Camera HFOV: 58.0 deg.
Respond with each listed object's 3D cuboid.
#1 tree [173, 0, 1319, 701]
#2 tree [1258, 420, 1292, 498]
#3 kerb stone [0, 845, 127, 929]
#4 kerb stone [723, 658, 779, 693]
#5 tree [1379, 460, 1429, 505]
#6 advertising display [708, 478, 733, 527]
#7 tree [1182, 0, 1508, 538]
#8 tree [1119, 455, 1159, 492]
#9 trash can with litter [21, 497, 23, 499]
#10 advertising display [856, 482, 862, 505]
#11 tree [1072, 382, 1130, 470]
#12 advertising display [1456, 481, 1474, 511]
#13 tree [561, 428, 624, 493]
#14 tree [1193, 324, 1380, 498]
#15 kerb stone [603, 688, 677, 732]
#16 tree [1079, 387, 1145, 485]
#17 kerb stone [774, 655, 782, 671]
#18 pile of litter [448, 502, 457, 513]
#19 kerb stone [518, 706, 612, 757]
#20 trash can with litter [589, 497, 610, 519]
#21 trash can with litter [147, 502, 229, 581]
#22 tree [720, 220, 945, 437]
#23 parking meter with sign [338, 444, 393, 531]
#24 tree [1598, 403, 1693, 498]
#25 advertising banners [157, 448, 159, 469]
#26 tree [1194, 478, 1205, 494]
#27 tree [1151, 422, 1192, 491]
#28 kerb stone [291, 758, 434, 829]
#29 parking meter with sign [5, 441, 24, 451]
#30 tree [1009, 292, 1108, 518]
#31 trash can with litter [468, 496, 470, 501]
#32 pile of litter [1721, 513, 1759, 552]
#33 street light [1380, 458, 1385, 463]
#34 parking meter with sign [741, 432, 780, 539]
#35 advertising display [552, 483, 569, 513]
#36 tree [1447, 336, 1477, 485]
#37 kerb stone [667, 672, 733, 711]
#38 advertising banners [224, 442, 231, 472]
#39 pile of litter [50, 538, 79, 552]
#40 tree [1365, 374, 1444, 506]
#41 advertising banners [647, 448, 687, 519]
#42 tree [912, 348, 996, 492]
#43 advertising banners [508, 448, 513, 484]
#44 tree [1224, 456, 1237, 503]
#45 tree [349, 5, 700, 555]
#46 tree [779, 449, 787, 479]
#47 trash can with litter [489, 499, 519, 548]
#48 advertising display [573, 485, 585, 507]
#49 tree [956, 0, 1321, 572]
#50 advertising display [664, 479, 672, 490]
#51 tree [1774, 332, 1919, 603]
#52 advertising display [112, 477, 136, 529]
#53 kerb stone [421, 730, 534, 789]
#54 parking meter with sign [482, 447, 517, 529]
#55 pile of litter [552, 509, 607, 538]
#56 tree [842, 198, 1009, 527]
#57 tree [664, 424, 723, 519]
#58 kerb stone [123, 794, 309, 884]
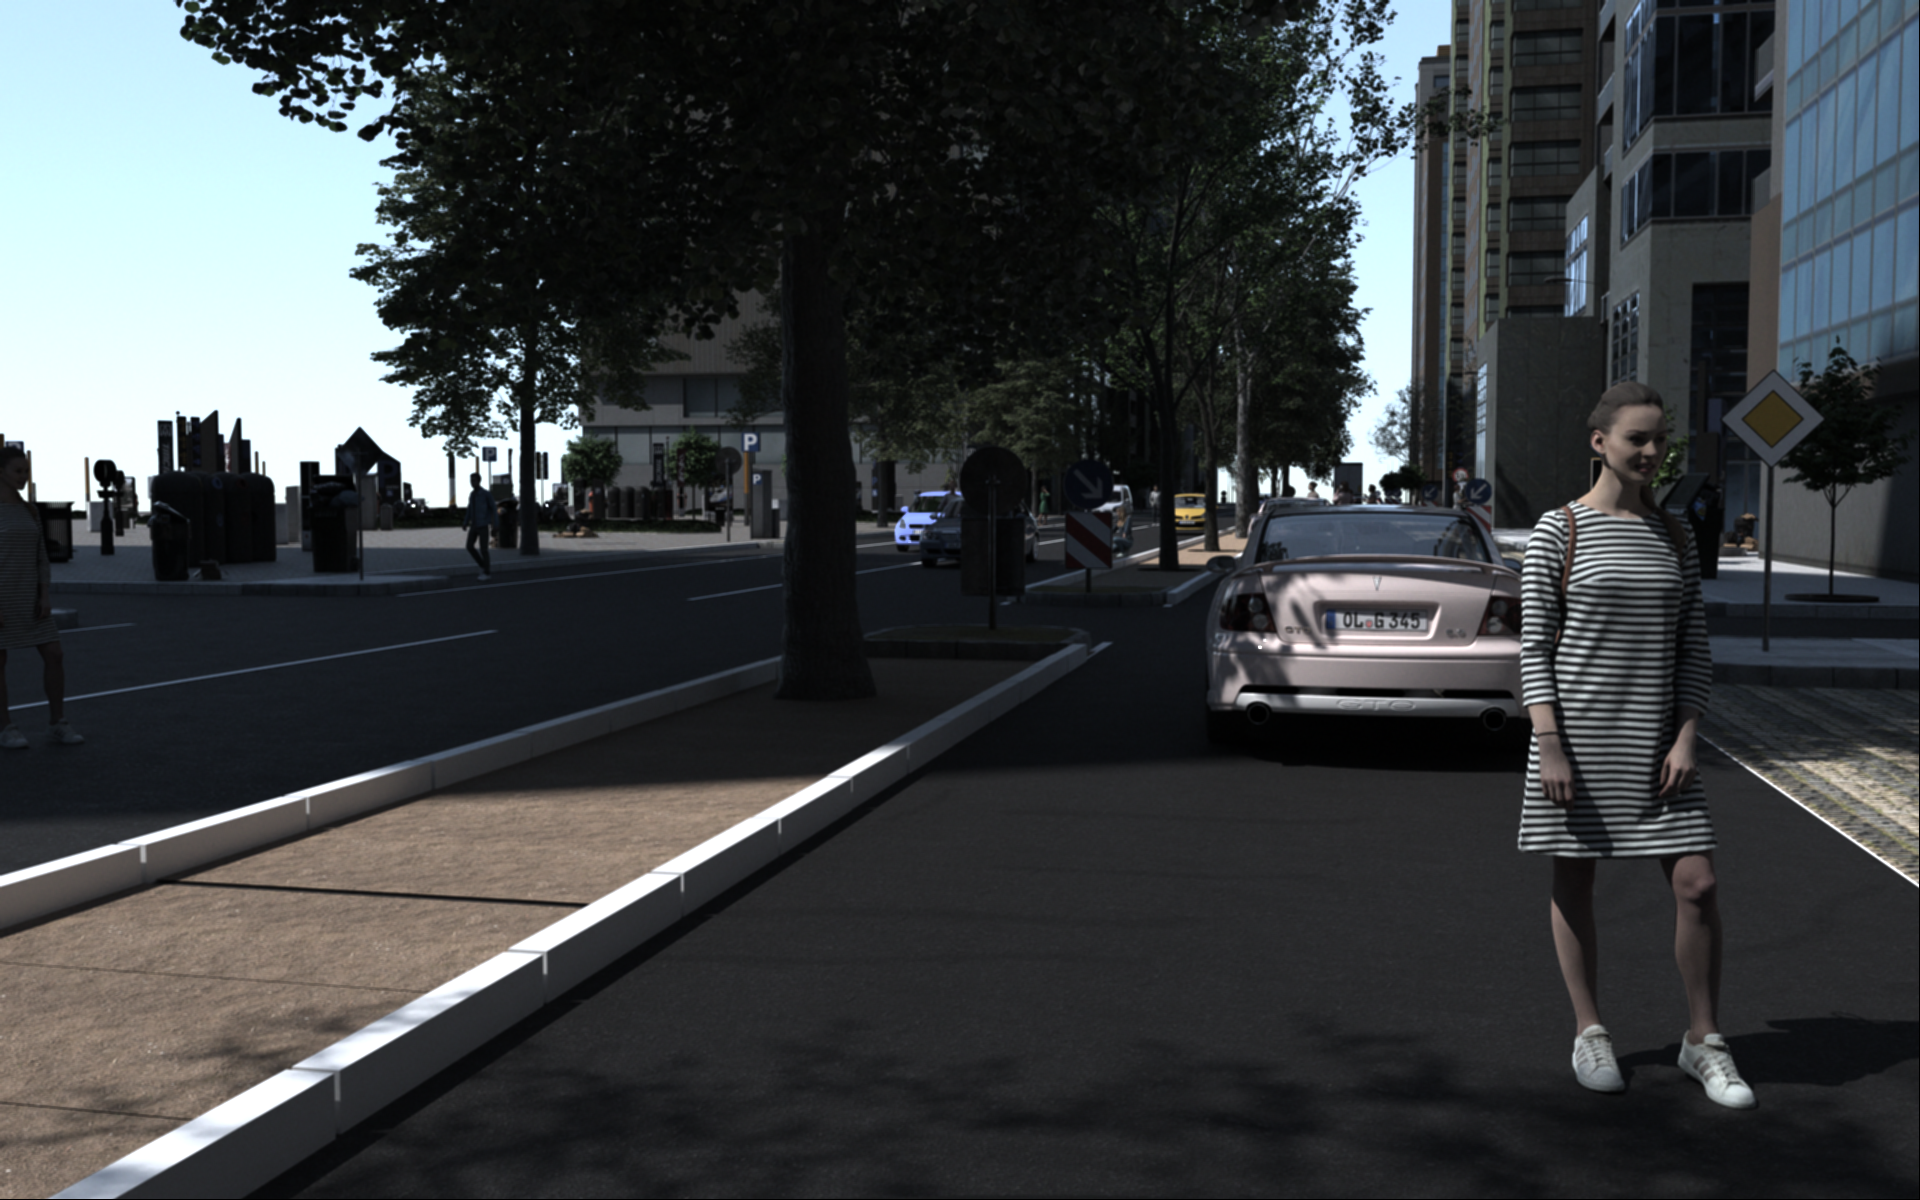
[{"bbox_3d":[-0.958,-6.274,11.688,9.857,13.997,8.962,0,3,0],"label":"tree"},{"bbox_3d":[15.493,-8.047,84.392,4.737,8.622,4.395,0,3,0],"label":"tree"},{"bbox_3d":[-3.156,1.000,5.842,0.120,0.150,1.000,1,4,13],"label":"kerb stone"},{"bbox_3d":[-1.581,0.572,12.838,0.120,0.150,1.000,1,4,13],"label":"kerb stone"},{"bbox_3d":[42.401,-10.963,162.958,4.285,4.588,4.351,0,3,0],"label":"tree"},{"bbox_3d":[-9.474,-3.866,68.421,0.974,1.923,0.123,0,4,-1],"label":"advertising display"},{"bbox_3d":[10.085,-11.974,54.120,12.611,20.169,13.585,0,3,0],"label":"tree"},{"bbox_3d":[15.064,-9.896,145.519,4.285,4.588,4.351,0,3,0],"label":"tree"},{"bbox_3d":[-60.420,-6.103,111.172,0.624,1.170,1.055,-1,4,-16],"label":"trash can with litter"},{"bbox_3d":[-5.281,-5.100,88.600,0.123,1.923,0.974,1,4,20],"label":"advertising display"},{"bbox_3d":[9.127,-10.078,115.136,4.360,8.622,3.978,0,3,0],"label":"tree"},{"bbox_3d":[24.066,-4.717,82.340,0.974,1.923,0.123,0,4,3],"label":"advertising display"},{"bbox_3d":[-18.333,-6.265,86.141,4.285,4.588,4.351,0,3,0],"label":"tree"},{"bbox_3d":[17.431,-10.575,92.373,9.611,12.733,9.660,0,3,0],"label":"tree"},{"bbox_3d":[-2.031,0.695,10.838,0.120,0.150,1.000,1,4,13],"label":"kerb stone"},{"bbox_3d":[10.396,-10.367,119.860,4.737,8.622,4.395,0,3,0],"label":"tree"},{"bbox_3d":[-1.352,0.514,13.834,0.120,0.150,1.000,1,4,13],"label":"kerb stone"},{"bbox_3d":[-26.002,-4.527,87.976,1.176,0.858,1.719,-1,4,-12],"label":"pile of litter"},{"bbox_3d":[-2.258,0.756,9.841,0.120,0.150,1.000,1,4,13],"label":"kerb stone"},{"bbox_3d":[-17.412,-4.396,83.266,1.055,1.170,0.624,-3,5,-45],"label":"trash can with litter"},{"bbox_3d":[-11.544,-0.887,25.892,1.055,1.170,0.624,-2,4,-31],"label":"trash can with litter"},{"bbox_3d":[-4.384,-7.470,56.554,7.601,10.594,8.767,1,4,21],"label":"tree"},{"bbox_3d":[-20.828,-3.944,60.740,1.738,3.016,0.543,0,4,-3],"label":"parking meter with sign"},{"bbox_3d":[12.655,-2.291,32.059,1.663,3.219,1.824,0,3,0],"label":"tree"},{"bbox_3d":[-30.818,-4.349,67.296,0.090,3.025,2.074,0,4,-6],"label":"advertising banners"},{"bbox_3d":[28.670,-12.850,204.691,1.663,3.219,1.824,0,3,0],"label":"tree"},{"bbox_3d":[20.246,-13.106,164.650,4.360,8.622,3.978,0,3,0],"label":"tree"},{"bbox_3d":[-2.707,0.878,7.843,0.120,0.150,1.000,1,4,13],"label":"kerb stone"},{"bbox_3d":[-30.942,-3.662,56.129,0.543,3.016,1.738,0,4,-7],"label":"parking meter with sign"},{"bbox_3d":[4.101,-10.709,93.222,7.486,12.596,7.792,0,3,0],"label":"tree"},{"bbox_3d":[-24.068,-4.497,84.582,1.678,1.210,2.233,0,4,1],"label":"trash can with litter"},{"bbox_3d":[17.557,-1.526,38.913,1.176,0.858,1.719,-2,4,-29],"label":"pile of litter"},{"bbox_3d":[54.785,-15.235,221.628,1.470,5.913,1.316,1,4,13],"label":"street light"},{"bbox_3d":[-5.694,-3.278,49.862,0.543,3.016,1.738,1,4,16],"label":"parking meter with sign"},{"bbox_3d":[-23.937,-6.033,103.852,0.974,1.923,0.123,0,4,5],"label":"advertising display"},{"bbox_3d":[23.476,-7.724,76.655,4.360,8.622,3.978,0,3,0],"label":"tree"},{"bbox_3d":[-1.801,0.633,11.839,0.120,0.150,1.000,1,4,13],"label":"kerb stone"},{"bbox_3d":[-25.481,-3.872,59.490,2.074,3.025,0.090,3,5,43],"label":"advertising banners"},{"bbox_3d":[-20.441,-1.488,38.294,1.719,0.858,1.176,-1,4,-22],"label":"pile of litter"},{"bbox_3d":[46.313,-16.302,176.913,12.009,13.543,11.850,0,3,0],"label":"tree"},{"bbox_3d":[-11.077,-4.244,65.583,0.090,3.025,2.074,3,4,37],"label":"advertising banners"},{"bbox_3d":[-0.405,-8.329,86.536,4.737,8.622,4.395,0,3,0],"label":"tree"},{"bbox_3d":[-17.220,-4.240,65.505,0.090,3.025,2.074,0,4,4],"label":"advertising banners"},{"bbox_3d":[39.948,-18.468,252.320,4.360,8.622,3.978,0,3,0],"label":"tree"},{"bbox_3d":[-8.740,-7.214,36.080,7.486,12.596,7.792,0,3,0],"label":"tree"},{"bbox_3d":[-7.640,-6.416,88.620,4.285,4.588,4.351,0,3,0],"label":"tree"},{"bbox_3d":[-10.877,-1.815,41.062,0.624,1.170,1.055,-3,5,-39],"label":"trash can with litter"},{"bbox_3d":[-20.558,-5.398,93.470,0.123,1.923,0.974,1,4,22],"label":"advertising display"},{"bbox_3d":[3.793,-6.342,31.903,9.928,11.665,9.643,0,3,0],"label":"tree"},{"bbox_3d":[-12.901,-4.363,76.546,0.123,1.923,0.974,0,4,5],"label":"advertising display"},{"bbox_3d":[10.377,-1.601,20.782,1.663,3.219,1.824,0,3,0],"label":"tree"},{"bbox_3d":[-31.019,-3.613,64.279,0.974,1.923,0.123,1,4,19],"label":"advertising display"},{"bbox_3d":[-2.476,0.819,8.842,0.120,0.150,1.000,1,4,13],"label":"kerb stone"},{"bbox_3d":[-16.727,-4.091,63.151,0.543,3.016,1.738,-3,5,-43],"label":"parking meter with sign"},{"bbox_3d":[-11.240,-2.268,51.046,1.719,0.858,1.176,3,4,37],"label":"pile of litter"},{"bbox_3d":[-3.228,-9.099,66.901,7.486,12.596,7.792,0,3,0],"label":"tree"},{"bbox_3d":[-12.233,-5.889,80.003,4.285,4.588,4.351,0,3,0],"label":"tree"},{"bbox_3d":[-2.928,0.939,6.841,0.120,0.150,1.000,1,4,13],"label":"kerb stone"}]
